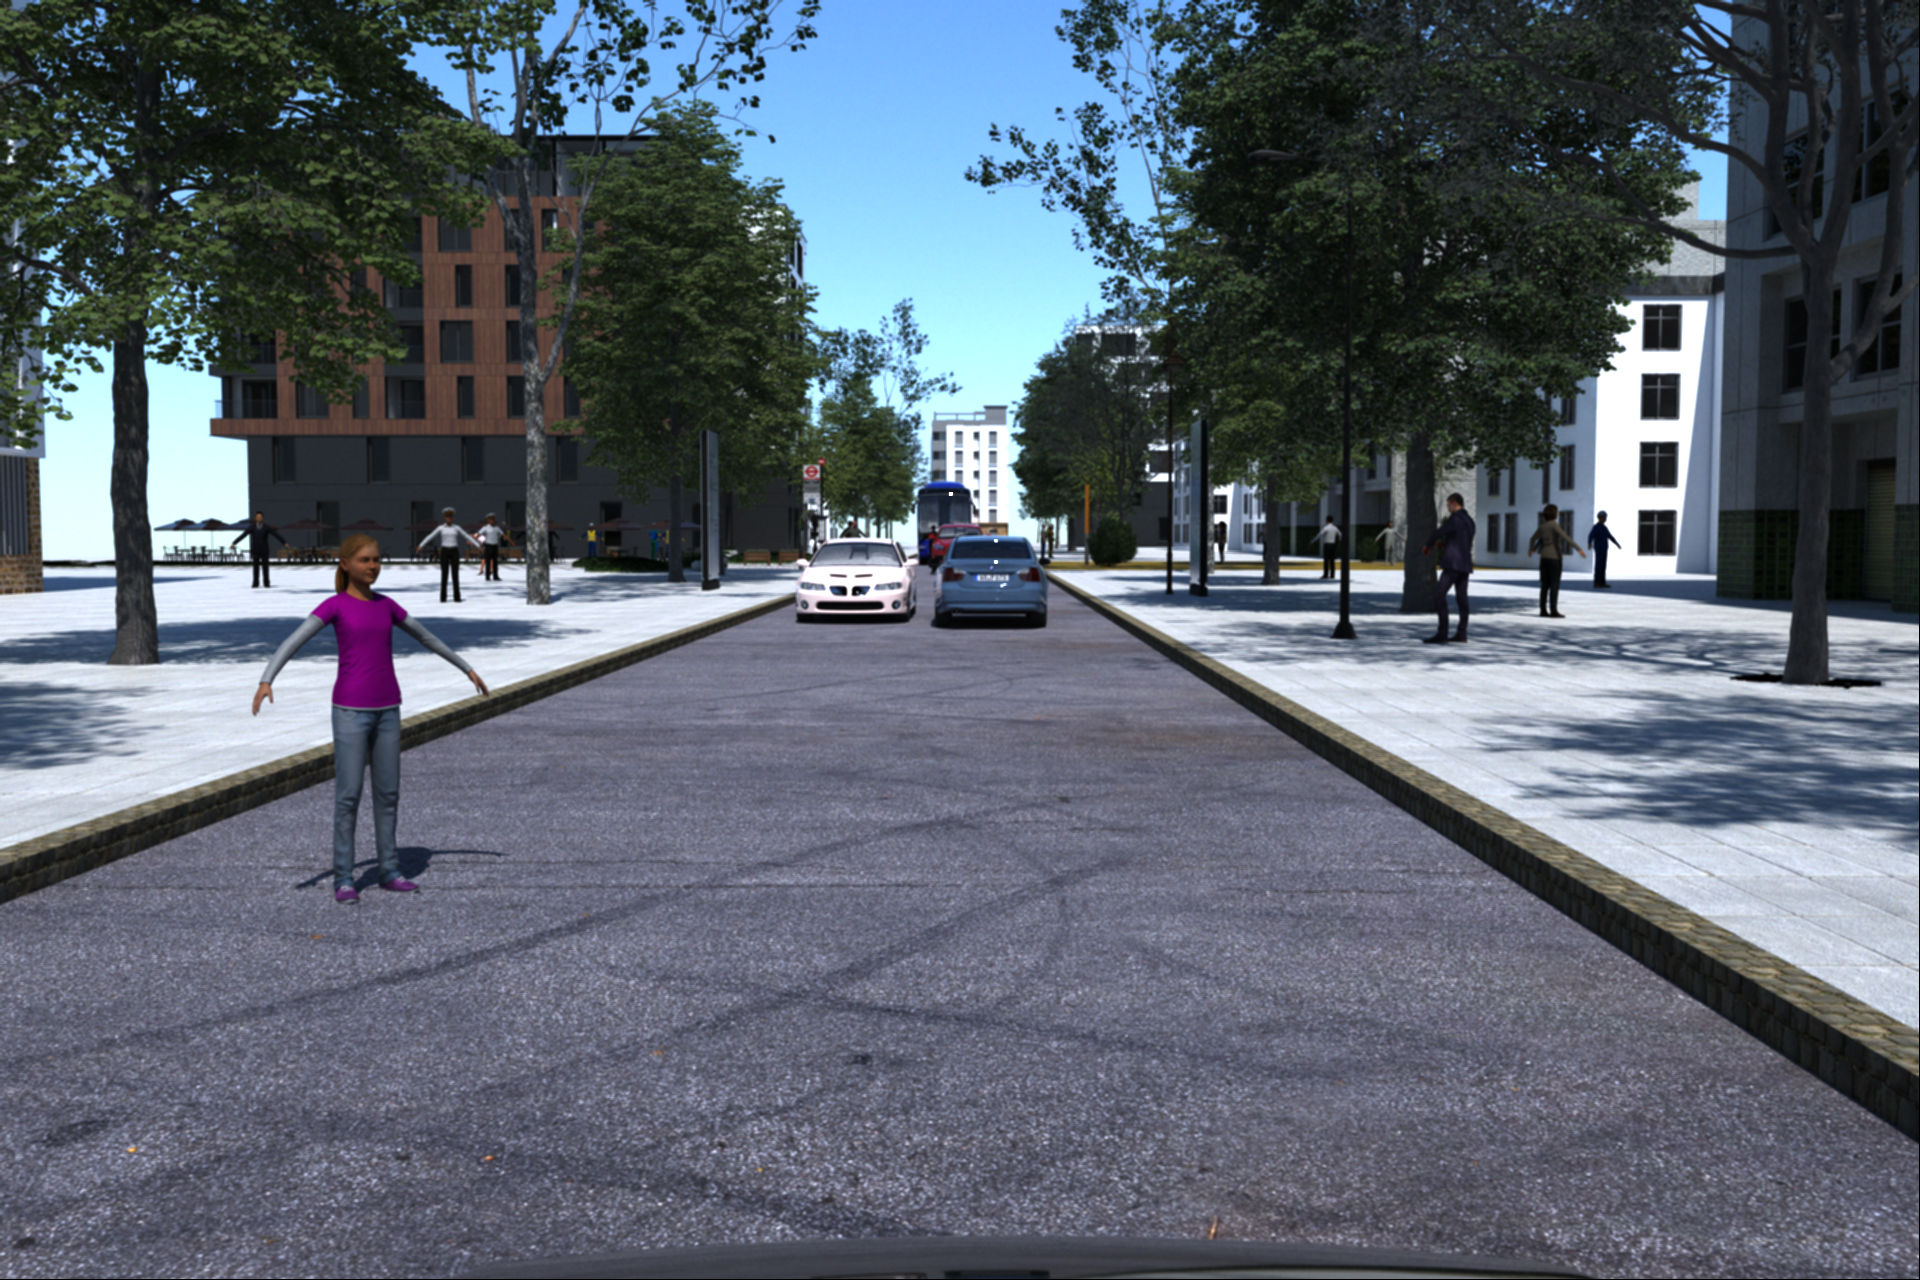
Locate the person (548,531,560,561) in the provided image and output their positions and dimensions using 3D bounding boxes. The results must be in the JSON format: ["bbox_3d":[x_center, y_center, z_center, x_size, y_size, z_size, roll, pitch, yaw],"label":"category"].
[{"bbox_3d":[-19.540,-4.666,82.222,0.705,1.837,1.347,3,5,45],"label":"person"}]

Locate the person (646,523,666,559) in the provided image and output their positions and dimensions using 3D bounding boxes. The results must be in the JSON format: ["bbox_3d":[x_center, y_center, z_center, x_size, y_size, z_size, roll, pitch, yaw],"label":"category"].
[{"bbox_3d":[-14.810,-4.769,84.094,1.347,1.817,0.704,3,4,37],"label":"person"}]

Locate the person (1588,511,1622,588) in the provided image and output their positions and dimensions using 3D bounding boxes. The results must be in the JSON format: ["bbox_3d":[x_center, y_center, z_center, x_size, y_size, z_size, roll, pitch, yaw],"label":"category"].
[{"bbox_3d":[15.362,-2.174,41.423,1.347,1.842,0.705,-3,4,-38],"label":"person"}]

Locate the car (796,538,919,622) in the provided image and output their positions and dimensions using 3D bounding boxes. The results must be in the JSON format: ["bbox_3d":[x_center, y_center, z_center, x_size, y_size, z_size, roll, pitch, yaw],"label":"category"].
[{"bbox_3d":[-1.725,-1.064,29.755,2.083,1.381,4.827,0,4,1],"label":"car"}]

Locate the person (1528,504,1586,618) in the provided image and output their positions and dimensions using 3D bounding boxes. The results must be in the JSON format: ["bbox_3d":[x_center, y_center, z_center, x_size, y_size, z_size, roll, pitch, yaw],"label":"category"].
[{"bbox_3d":[9.154,-1.216,26.644,0.721,1.744,1.215,-1,4,-22],"label":"person"}]

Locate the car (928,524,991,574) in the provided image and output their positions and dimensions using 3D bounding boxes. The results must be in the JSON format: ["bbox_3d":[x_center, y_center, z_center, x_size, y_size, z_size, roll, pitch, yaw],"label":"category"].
[{"bbox_3d":[0.002,-3.328,63.082,2.281,1.827,5.304,0,4,0],"label":"car"}]

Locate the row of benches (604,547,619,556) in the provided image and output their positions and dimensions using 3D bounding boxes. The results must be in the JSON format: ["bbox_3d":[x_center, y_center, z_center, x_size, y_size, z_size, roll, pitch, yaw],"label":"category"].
[{"bbox_3d":[-16.441,-4.062,81.872,1.422,0.672,4.104,-1,4,-13],"label":"row of benches"}]

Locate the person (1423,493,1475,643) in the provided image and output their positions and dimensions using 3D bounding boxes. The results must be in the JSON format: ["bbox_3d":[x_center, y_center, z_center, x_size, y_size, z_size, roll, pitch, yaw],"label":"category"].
[{"bbox_3d":[5.747,-0.857,20.502,0.568,1.767,0.683,3,5,44],"label":"person"}]

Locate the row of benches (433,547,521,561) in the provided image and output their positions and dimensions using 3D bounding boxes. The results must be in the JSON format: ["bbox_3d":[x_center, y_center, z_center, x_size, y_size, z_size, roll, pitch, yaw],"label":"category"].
[{"bbox_3d":[-22.680,-4.015,81.102,4.104,0.672,1.422,-2,4,-25],"label":"row of benches"}]

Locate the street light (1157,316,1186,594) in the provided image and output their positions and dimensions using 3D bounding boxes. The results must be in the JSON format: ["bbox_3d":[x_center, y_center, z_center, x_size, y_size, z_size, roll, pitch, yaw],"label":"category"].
[{"bbox_3d":[4.478,-3.919,36.870,0.468,5.910,1.993,0,4,1],"label":"street light"}]

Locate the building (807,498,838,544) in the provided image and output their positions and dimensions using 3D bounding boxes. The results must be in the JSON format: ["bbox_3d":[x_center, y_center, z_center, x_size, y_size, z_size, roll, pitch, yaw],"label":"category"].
[{"bbox_3d":[-20.470,-17.510,228.440,9.099,9.664,28.070,0,4,1],"label":"building"}]

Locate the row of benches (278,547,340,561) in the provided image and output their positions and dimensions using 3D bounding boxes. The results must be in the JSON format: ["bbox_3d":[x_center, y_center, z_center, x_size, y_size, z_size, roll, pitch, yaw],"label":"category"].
[{"bbox_3d":[-29.978,-3.980,80.532,4.104,0.672,1.422,2,4,26],"label":"row of benches"}]

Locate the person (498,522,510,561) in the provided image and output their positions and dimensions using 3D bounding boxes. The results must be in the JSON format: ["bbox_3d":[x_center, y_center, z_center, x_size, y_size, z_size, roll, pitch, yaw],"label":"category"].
[{"bbox_3d":[-21.960,-4.742,83.315,0.705,1.856,1.354,1,4,15],"label":"person"}]

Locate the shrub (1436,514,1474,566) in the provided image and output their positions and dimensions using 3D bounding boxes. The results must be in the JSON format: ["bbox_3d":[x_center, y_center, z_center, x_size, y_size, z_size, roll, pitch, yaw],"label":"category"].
[{"bbox_3d":[18.176,-3.681,64.218,1.661,2.075,1.752,0,3,0],"label":"shrub"}]

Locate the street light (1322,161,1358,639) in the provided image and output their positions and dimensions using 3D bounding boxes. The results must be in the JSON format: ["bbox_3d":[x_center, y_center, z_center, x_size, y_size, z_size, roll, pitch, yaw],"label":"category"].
[{"bbox_3d":[5.268,-2.971,21.117,1.470,5.913,1.316,0,4,0],"label":"street light"}]

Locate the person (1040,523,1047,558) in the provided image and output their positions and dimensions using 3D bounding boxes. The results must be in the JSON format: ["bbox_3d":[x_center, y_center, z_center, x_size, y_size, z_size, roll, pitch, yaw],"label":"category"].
[{"bbox_3d":[4.182,-4.921,86.308,0.705,1.847,1.347,0,4,5],"label":"person"}]

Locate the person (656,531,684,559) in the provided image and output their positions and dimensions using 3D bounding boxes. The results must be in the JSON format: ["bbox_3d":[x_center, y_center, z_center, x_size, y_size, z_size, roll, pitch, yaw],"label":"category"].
[{"bbox_3d":[-12.088,-4.028,72.315,1.216,1.772,0.721,0,4,7],"label":"person"}]

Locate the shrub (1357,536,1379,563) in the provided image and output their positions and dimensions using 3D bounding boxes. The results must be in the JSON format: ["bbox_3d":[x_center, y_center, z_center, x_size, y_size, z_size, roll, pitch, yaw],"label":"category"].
[{"bbox_3d":[18.222,-4.052,77.366,1.383,1.207,1.383,0,3,0],"label":"shrub"}]

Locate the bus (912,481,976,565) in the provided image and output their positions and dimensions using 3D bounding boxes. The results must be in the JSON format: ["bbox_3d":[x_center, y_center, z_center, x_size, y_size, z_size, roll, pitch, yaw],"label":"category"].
[{"bbox_3d":[-0.710,-5.687,84.536,2.896,3.916,12.251,0,4,0],"label":"bus"}]

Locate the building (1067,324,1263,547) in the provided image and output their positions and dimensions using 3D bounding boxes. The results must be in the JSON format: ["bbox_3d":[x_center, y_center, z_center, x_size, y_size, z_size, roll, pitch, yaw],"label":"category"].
[{"bbox_3d":[25.317,-20.869,185.183,27.936,21.610,32.646,0,4,0],"label":"building"}]

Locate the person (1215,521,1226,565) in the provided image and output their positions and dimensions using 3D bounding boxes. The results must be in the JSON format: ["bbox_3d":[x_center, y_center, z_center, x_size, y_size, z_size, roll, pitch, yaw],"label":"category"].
[{"bbox_3d":[10.934,-4.062,72.556,0.704,1.843,1.345,0,4,-4],"label":"person"}]

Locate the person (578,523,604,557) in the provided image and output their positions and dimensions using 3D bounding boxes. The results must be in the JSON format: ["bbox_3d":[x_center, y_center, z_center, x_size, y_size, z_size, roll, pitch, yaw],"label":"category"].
[{"bbox_3d":[-18.716,-5.018,88.018,1.349,1.833,0.705,0,4,7],"label":"person"}]

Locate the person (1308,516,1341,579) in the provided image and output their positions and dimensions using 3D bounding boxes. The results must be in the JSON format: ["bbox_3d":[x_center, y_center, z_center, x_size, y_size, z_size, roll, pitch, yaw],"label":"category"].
[{"bbox_3d":[10.565,-2.661,49.658,1.344,1.810,0.704,-2,4,-28],"label":"person"}]

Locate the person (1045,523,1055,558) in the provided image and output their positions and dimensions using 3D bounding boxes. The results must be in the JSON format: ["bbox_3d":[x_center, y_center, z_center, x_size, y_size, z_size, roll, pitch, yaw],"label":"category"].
[{"bbox_3d":[4.923,-5.359,93.383,0.705,1.858,1.354,0,4,-4],"label":"person"}]

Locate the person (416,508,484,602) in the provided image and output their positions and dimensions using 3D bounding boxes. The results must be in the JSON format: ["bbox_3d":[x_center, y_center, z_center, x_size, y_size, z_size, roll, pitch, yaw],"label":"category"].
[{"bbox_3d":[-9.587,-1.596,32.556,1.216,1.778,0.721,-1,4,-21],"label":"person"}]

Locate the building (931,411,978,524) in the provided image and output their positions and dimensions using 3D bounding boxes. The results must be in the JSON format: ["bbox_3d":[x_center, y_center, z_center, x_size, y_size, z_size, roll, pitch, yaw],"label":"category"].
[{"bbox_3d":[-4.057,-24.440,258.467,11.380,20.090,16.016,0,4,6],"label":"building"}]

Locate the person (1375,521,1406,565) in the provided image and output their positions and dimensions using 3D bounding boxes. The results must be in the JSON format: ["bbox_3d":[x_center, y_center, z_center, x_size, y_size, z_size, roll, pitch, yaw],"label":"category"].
[{"bbox_3d":[17.560,-3.947,70.713,1.347,1.806,0.705,0,4,-4],"label":"person"}]

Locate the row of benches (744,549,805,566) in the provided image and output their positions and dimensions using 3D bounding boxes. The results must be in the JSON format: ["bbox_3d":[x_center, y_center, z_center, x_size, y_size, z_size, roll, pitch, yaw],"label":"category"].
[{"bbox_3d":[-6.993,-3.409,71.199,4.104,0.672,1.422,-1,4,-10],"label":"row of benches"}]

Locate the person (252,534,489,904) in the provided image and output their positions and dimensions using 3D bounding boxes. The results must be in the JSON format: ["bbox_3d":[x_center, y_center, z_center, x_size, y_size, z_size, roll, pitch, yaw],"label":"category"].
[{"bbox_3d":[-2.305,0.301,6.806,0.599,1.433,0.991,3,5,42],"label":"person"}]

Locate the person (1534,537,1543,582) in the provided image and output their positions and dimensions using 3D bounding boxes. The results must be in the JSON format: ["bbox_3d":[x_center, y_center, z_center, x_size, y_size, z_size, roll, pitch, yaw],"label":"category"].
[{"bbox_3d":[15.797,-2.288,46.613,0.989,1.438,0.599,-2,4,-27],"label":"person"}]

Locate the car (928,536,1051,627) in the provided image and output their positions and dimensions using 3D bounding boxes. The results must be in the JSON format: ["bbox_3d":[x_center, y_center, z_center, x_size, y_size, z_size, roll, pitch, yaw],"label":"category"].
[{"bbox_3d":[0.484,-0.977,27.973,2.014,1.417,4.499,0,4,0],"label":"car"}]

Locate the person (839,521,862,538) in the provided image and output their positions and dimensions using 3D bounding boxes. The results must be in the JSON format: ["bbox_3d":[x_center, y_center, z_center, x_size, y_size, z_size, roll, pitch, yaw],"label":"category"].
[{"bbox_3d":[-4.379,-3.866,69.344,1.346,1.812,0.704,2,4,33],"label":"person"}]

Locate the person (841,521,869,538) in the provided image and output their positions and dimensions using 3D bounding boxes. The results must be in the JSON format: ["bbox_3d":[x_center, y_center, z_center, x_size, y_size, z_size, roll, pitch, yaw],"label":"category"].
[{"bbox_3d":[-4.085,-3.724,67.155,1.348,1.796,0.705,-1,4,-11],"label":"person"}]

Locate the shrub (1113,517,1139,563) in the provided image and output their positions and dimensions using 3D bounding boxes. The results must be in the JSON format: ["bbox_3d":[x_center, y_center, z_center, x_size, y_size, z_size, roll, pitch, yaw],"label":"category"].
[{"bbox_3d":[7.142,-4.436,76.940,1.690,2.028,1.600,0,3,0],"label":"shrub"}]

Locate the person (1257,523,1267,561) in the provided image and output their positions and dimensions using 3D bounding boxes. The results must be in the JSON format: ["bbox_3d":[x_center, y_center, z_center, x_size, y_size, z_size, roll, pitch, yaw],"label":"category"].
[{"bbox_3d":[14.655,-4.681,82.658,0.705,1.813,1.348,-3,4,-37],"label":"person"}]

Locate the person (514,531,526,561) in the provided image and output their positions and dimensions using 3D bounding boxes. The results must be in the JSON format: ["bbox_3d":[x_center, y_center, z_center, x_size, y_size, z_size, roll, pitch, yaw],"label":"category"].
[{"bbox_3d":[-19.975,-4.531,80.274,1.347,1.806,0.705,0,4,-8],"label":"person"}]

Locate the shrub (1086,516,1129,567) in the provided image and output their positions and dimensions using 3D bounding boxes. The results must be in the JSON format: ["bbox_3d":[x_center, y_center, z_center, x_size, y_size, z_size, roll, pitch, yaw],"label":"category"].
[{"bbox_3d":[5.753,-3.858,67.494,1.690,2.028,1.600,0,3,0],"label":"shrub"}]

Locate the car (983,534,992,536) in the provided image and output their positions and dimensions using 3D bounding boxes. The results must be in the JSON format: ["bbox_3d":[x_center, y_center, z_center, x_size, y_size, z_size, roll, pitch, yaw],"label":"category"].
[{"bbox_3d":[0.702,-3.588,70.456,2.131,1.459,4.920,0,4,0],"label":"car"}]

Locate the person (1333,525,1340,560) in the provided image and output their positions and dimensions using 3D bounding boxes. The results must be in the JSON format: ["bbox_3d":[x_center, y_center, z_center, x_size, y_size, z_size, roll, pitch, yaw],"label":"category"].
[{"bbox_3d":[18.546,-4.819,85.513,0.721,1.740,1.216,2,4,32],"label":"person"}]

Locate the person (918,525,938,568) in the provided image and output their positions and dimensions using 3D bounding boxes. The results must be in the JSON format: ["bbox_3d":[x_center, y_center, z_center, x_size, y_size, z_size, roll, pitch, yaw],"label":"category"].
[{"bbox_3d":[-1.127,-3.973,73.639,1.346,1.802,0.704,0,4,3],"label":"person"}]

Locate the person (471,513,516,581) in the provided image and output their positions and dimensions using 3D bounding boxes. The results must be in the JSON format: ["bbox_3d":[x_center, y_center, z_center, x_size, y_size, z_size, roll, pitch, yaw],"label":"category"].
[{"bbox_3d":[-12.886,-2.564,47.705,1.343,1.855,0.704,-3,5,-43],"label":"person"}]

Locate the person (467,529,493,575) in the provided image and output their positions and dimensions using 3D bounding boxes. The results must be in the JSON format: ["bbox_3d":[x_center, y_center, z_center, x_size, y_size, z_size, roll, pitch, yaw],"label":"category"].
[{"bbox_3d":[-15.029,-2.760,54.360,0.799,1.438,0.628,-2,4,-28],"label":"person"}]

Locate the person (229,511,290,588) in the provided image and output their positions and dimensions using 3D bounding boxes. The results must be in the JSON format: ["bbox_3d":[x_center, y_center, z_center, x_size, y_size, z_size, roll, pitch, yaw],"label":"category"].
[{"bbox_3d":[-16.742,-2.164,41.437,1.345,1.823,0.704,-1,4,-17],"label":"person"}]
